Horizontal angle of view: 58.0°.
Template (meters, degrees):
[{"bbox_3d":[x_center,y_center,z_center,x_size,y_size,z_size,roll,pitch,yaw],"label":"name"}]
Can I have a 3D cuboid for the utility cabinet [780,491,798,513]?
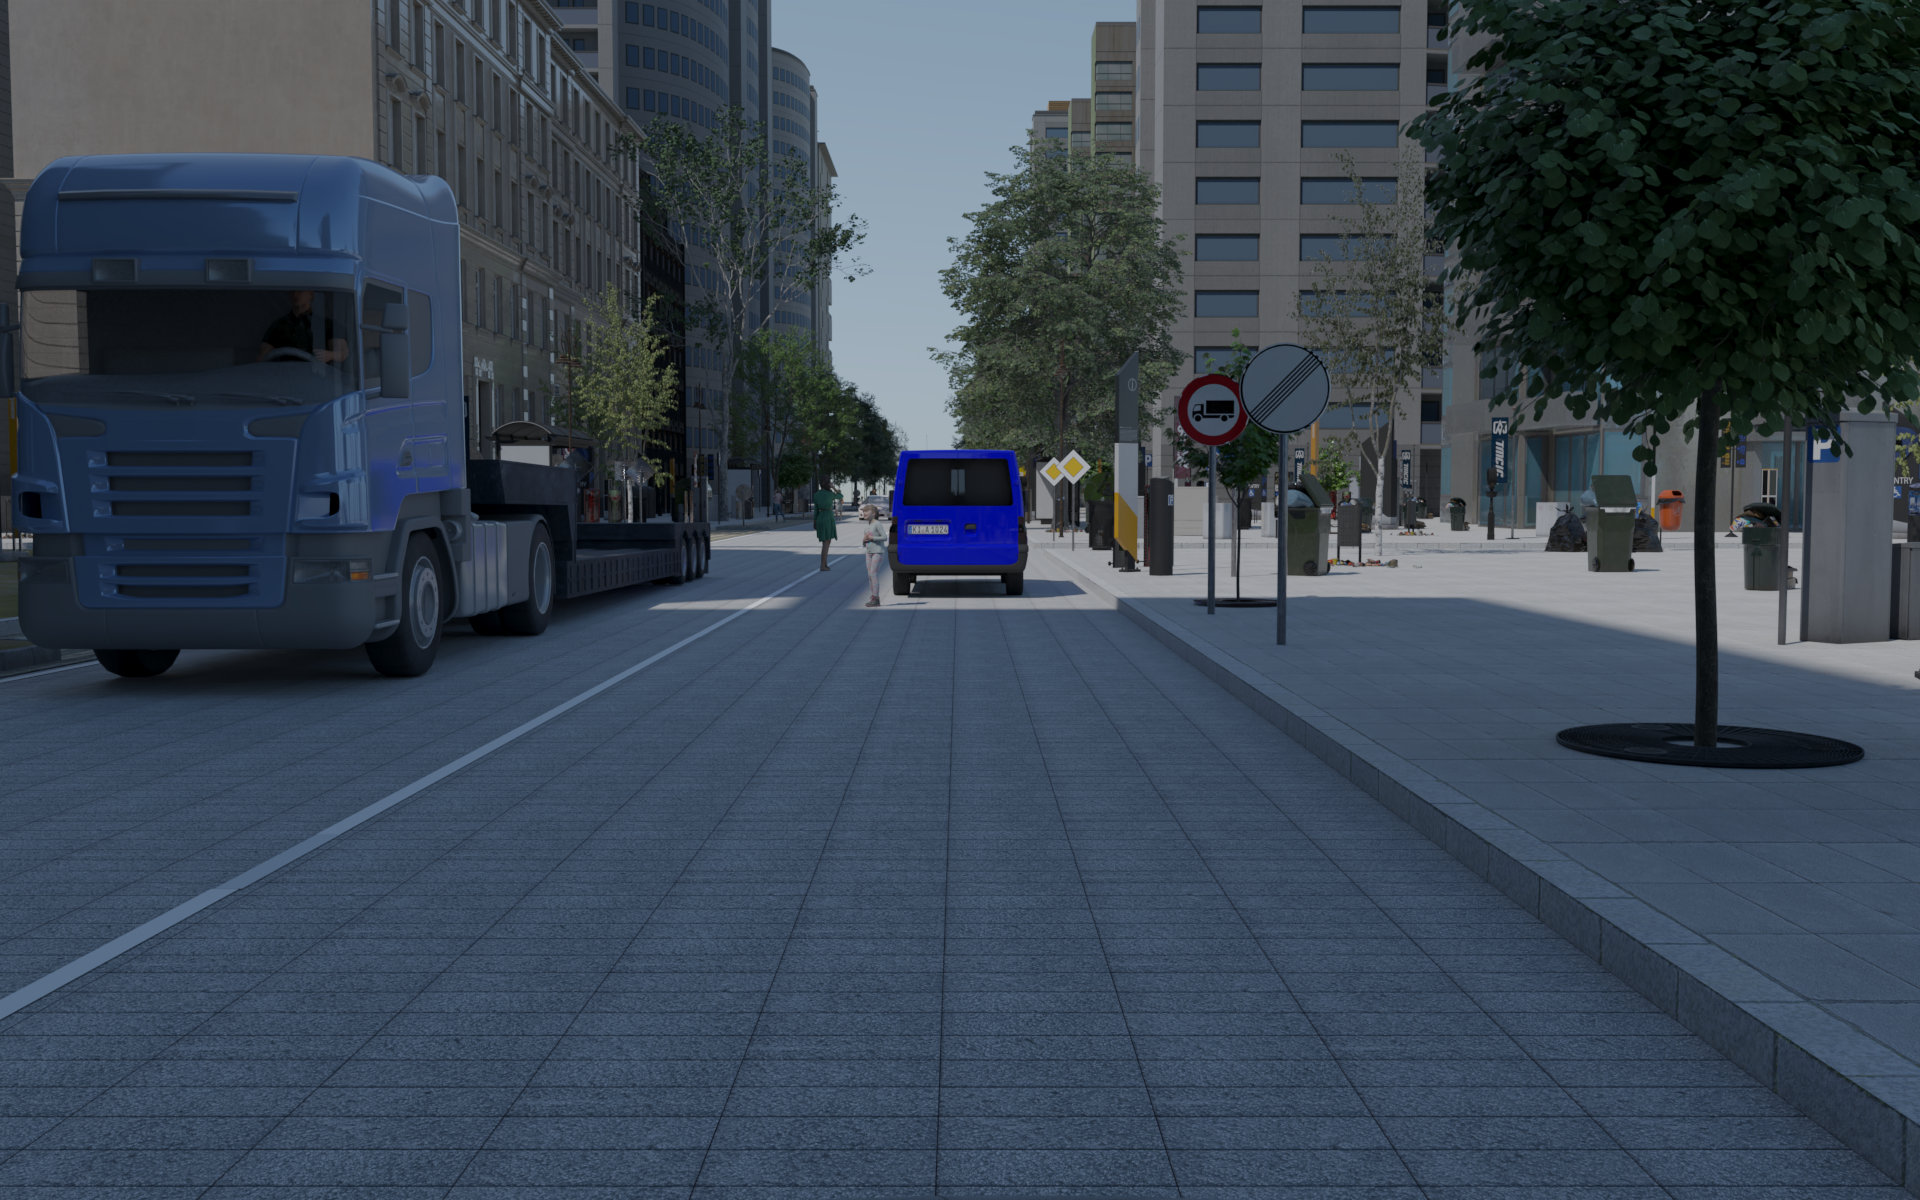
[{"bbox_3d":[-11.741,-6.736,118.806,1.173,1.500,0.318,-2,4,-30],"label":"utility cabinet"}]

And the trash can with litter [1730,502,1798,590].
[{"bbox_3d":[10.837,-0.727,23.271,0.624,1.170,1.055,3,5,45],"label":"trash can with litter"}]

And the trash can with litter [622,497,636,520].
[{"bbox_3d":[-16.713,-4.626,87.028,1.055,1.170,0.624,-1,4,-15],"label":"trash can with litter"}]

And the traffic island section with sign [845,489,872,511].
[{"bbox_3d":[-8.685,-8.438,146.586,1.989,1.847,2.006,0,3,0],"label":"traffic island section with sign"}]

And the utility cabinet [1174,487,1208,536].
[{"bbox_3d":[7.019,-2.708,52.949,1.173,1.500,0.318,1,4,16],"label":"utility cabinet"}]

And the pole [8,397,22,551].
[{"bbox_3d":[-19.153,-2.524,35.105,0.158,3.312,0.155,0,3,0],"label":"pole"}]

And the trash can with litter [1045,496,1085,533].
[{"bbox_3d":[3.644,-2.889,58.295,1.678,1.210,2.233,2,4,34],"label":"trash can with litter"}]

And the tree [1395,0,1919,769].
[{"bbox_3d":[3.838,-1.528,8.697,4.285,4.588,4.351,0,3,0],"label":"tree"}]

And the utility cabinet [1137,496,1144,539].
[{"bbox_3d":[5.204,-2.369,49.903,1.020,1.237,0.306,-2,4,-25],"label":"utility cabinet"}]

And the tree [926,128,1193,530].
[{"bbox_3d":[3.699,-9.491,61.832,9.857,13.997,8.962,0,3,0],"label":"tree"}]

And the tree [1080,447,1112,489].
[{"bbox_3d":[7.971,-7.418,104.999,4.285,4.588,4.351,0,3,0],"label":"tree"}]

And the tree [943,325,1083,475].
[{"bbox_3d":[3.696,-11.946,112.318,9.611,12.733,9.660,0,3,0],"label":"tree"}]

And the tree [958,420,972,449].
[{"bbox_3d":[3.437,-19.643,239.295,7.486,12.596,7.792,0,3,0],"label":"tree"}]

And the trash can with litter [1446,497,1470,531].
[{"bbox_3d":[17.334,-2.986,60.205,0.624,1.170,1.055,2,4,35],"label":"trash can with litter"}]

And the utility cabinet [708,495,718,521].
[{"bbox_3d":[-11.643,-4.363,82.489,1.020,1.237,0.306,-1,4,-17],"label":"utility cabinet"}]

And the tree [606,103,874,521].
[{"bbox_3d":[-10.201,-13.845,82.256,12.611,20.169,13.585,0,3,0],"label":"tree"}]

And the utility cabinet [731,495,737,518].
[{"bbox_3d":[-11.917,-4.916,91.536,0.306,1.237,1.020,0,4,-5],"label":"utility cabinet"}]

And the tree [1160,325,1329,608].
[{"bbox_3d":[3.092,-1.553,19.998,1.663,3.219,1.824,0,3,0],"label":"tree"}]

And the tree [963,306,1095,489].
[{"bbox_3d":[3.725,-10.153,91.752,9.928,11.665,9.643,0,3,0],"label":"tree"}]

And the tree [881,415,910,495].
[{"bbox_3d":[-11.668,-21.774,266.376,12.009,13.543,11.850,0,3,0],"label":"tree"}]

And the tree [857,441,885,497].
[{"bbox_3d":[-10.941,-15.163,198.281,4.360,8.622,3.978,0,3,0],"label":"tree"}]

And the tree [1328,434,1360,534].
[{"bbox_3d":[11.794,-3.735,55.662,1.663,3.219,1.824,0,3,0],"label":"tree"}]

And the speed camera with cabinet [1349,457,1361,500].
[{"bbox_3d":[21.487,-5.984,92.166,0.660,3.252,2.038,3,5,43],"label":"speed camera with cabinet"}]

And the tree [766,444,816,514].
[{"bbox_3d":[-11.058,-7.926,113.306,4.285,4.588,4.351,0,3,0],"label":"tree"}]

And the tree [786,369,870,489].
[{"bbox_3d":[-11.882,-14.554,156.088,7.486,12.596,7.792,0,3,0],"label":"tree"}]

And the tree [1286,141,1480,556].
[{"bbox_3d":[8.711,-5.231,35.885,4.360,8.622,3.978,0,3,0],"label":"tree"}]

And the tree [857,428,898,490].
[{"bbox_3d":[-11.356,-17.488,220.339,7.601,10.594,8.767,-3,5,-42],"label":"tree"}]

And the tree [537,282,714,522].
[{"bbox_3d":[-11.424,-6.682,59.607,4.737,8.622,4.395,0,3,0],"label":"tree"}]

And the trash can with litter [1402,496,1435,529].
[{"bbox_3d":[16.939,-3.243,64.407,0.624,1.170,1.055,-2,4,-27],"label":"trash can with litter"}]

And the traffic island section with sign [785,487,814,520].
[{"bbox_3d":[-8.687,-5.376,96.527,1.989,1.847,2.006,0,3,0],"label":"traffic island section with sign"}]

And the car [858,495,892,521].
[{"bbox_3d":[-4.501,-5.072,95.286,2.083,1.381,4.827,0,4,2],"label":"car"}]

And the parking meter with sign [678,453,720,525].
[{"bbox_3d":[-10.966,-4.682,72.810,1.738,3.016,0.543,0,4,-1],"label":"parking meter with sign"}]

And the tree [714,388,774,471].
[{"bbox_3d":[-15.023,-10.254,118.007,4.737,8.622,4.395,0,3,0],"label":"tree"}]

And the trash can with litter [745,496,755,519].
[{"bbox_3d":[-11.141,-4.798,89.839,1.055,1.170,0.624,3,4,38],"label":"trash can with litter"}]

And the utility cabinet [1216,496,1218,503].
[{"bbox_3d":[10.335,-3.760,72.629,1.020,1.237,0.306,-2,4,-27],"label":"utility cabinet"}]

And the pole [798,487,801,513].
[{"bbox_3d":[-11.158,-7.740,120.384,0.158,3.312,0.155,0,3,0],"label":"pole"}]

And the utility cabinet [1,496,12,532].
[{"bbox_3d":[-32.263,-2.927,59.020,0.306,1.237,1.020,2,4,33],"label":"utility cabinet"}]

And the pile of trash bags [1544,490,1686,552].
[{"bbox_3d":[14.874,-1.769,38.682,3.447,1.369,1.912,-2,4,-28],"label":"pile of trash bags"}]

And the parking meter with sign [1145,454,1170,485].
[{"bbox_3d":[8.710,-4.828,75.199,0.543,3.016,1.738,-3,4,-39],"label":"parking meter with sign"}]

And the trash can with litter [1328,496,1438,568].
[{"bbox_3d":[7.139,-1.202,30.716,1.678,1.210,2.233,-3,4,-36],"label":"trash can with litter"}]

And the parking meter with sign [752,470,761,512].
[{"bbox_3d":[-14.801,-7.635,121.098,1.738,3.016,0.543,1,4,12],"label":"parking meter with sign"}]

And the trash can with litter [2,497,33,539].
[{"bbox_3d":[-27.642,-2.372,49.835,1.678,1.210,2.233,3,5,41],"label":"trash can with litter"}]

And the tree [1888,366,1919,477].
[{"bbox_3d":[19.793,-5.128,34.208,4.737,8.622,4.395,0,3,0],"label":"tree"}]

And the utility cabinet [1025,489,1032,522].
[{"bbox_3d":[2.942,-4.319,79.294,0.318,1.500,1.173,1,4,22],"label":"utility cabinet"}]

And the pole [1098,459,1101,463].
[{"bbox_3d":[7.919,-6.382,98.184,0.158,3.312,0.155,0,3,0],"label":"pole"}]

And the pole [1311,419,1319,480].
[{"bbox_3d":[9.595,-3.244,46.875,0.158,3.312,0.155,0,3,0],"label":"pole"}]

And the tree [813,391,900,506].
[{"bbox_3d":[-11.167,-16.498,186.741,9.611,12.733,9.660,0,3,0],"label":"tree"}]

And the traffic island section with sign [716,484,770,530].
[{"bbox_3d":[-8.679,-3.727,69.572,1.989,1.847,2.006,0,3,0],"label":"traffic island section with sign"}]

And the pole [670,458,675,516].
[{"bbox_3d":[-16.828,-6.559,101.078,0.158,3.312,0.155,0,3,0],"label":"pole"}]

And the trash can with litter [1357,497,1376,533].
[{"bbox_3d":[13.572,-2.837,57.778,0.624,1.170,1.055,1,4,11],"label":"trash can with litter"}]

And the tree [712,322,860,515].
[{"bbox_3d":[-11.262,-10.995,105.530,9.928,11.665,9.643,0,3,0],"label":"tree"}]

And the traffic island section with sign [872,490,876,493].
[{"bbox_3d":[-8.687,-10.116,174.017,1.989,1.847,2.006,0,3,0],"label":"traffic island section with sign"}]

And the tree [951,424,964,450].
[{"bbox_3d":[4.139,-16.924,187.084,12.009,13.543,11.850,0,3,0],"label":"tree"}]
